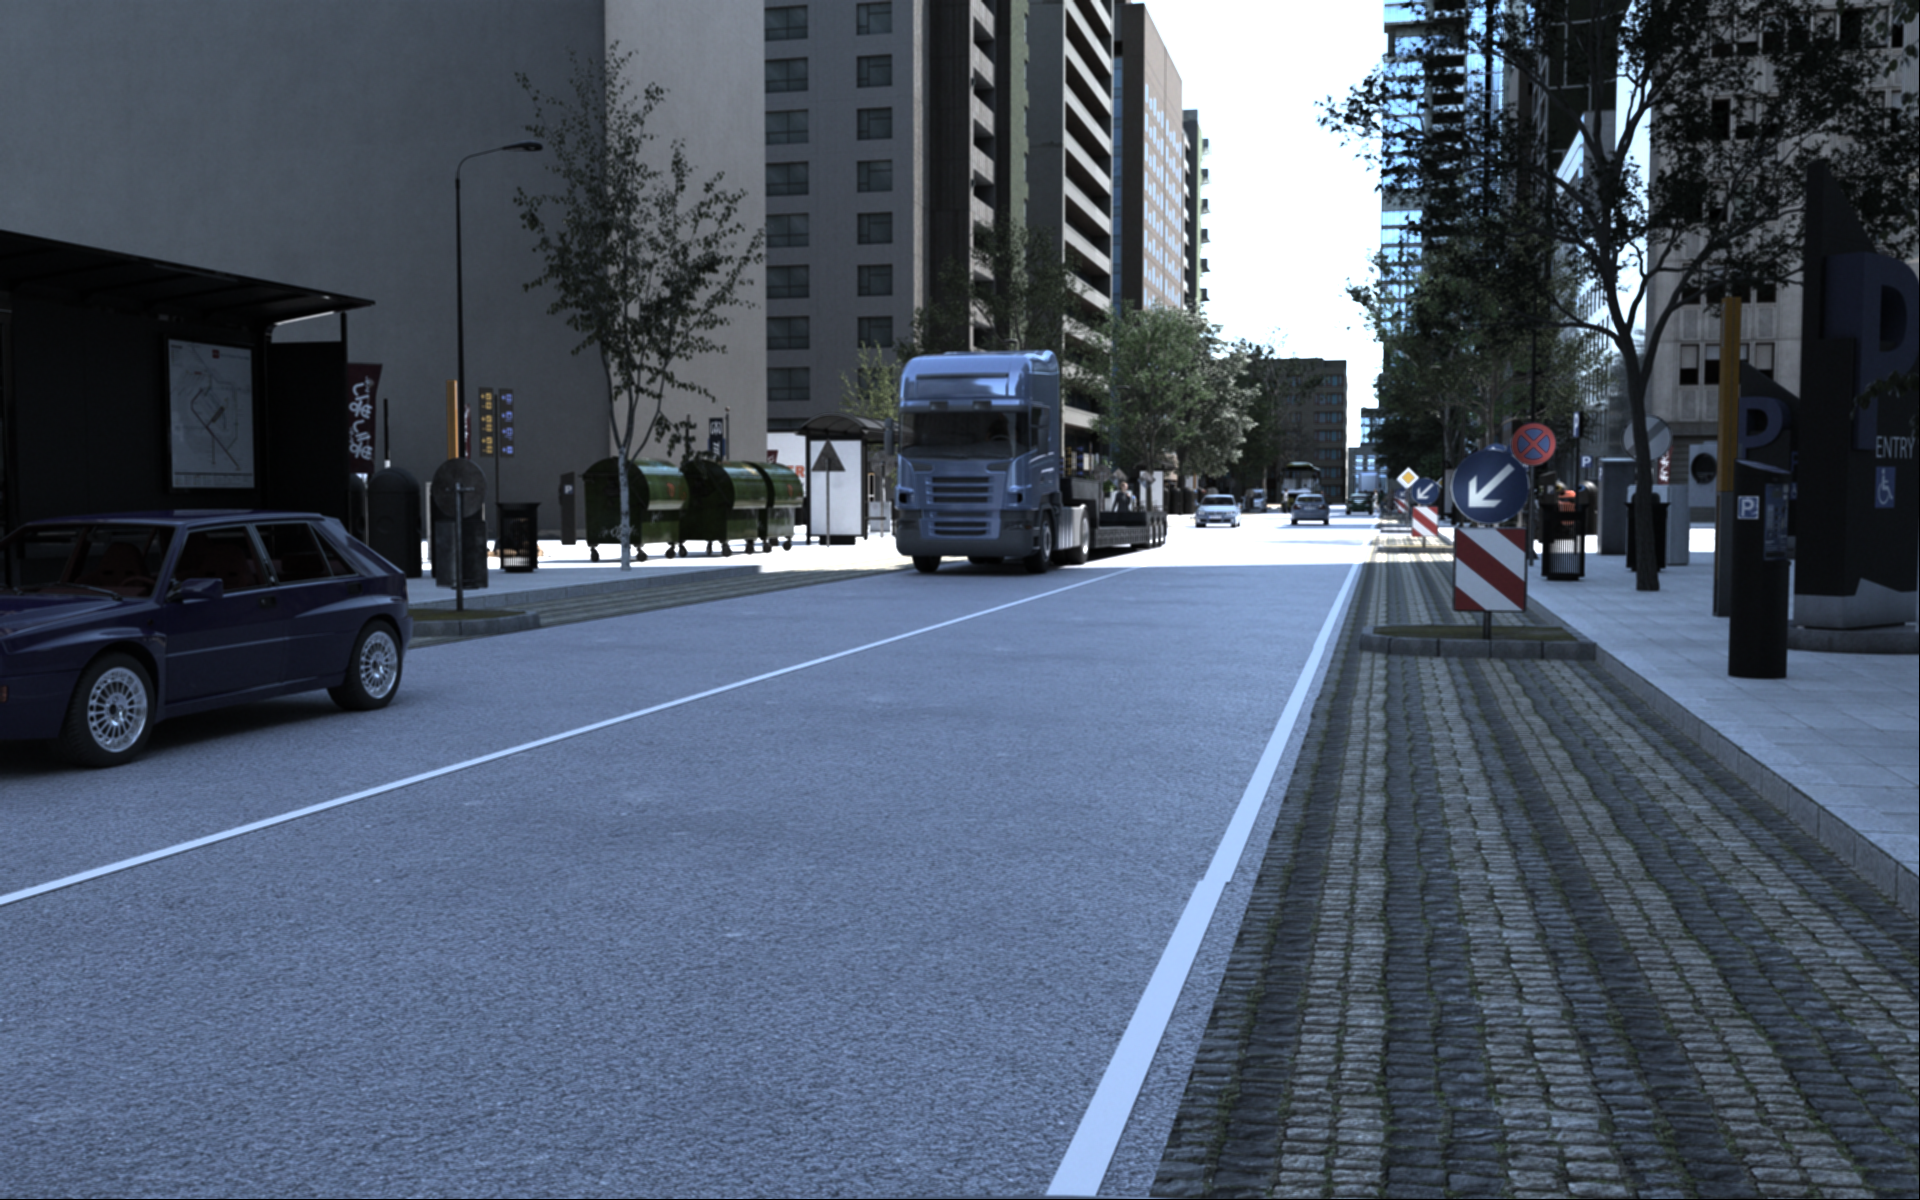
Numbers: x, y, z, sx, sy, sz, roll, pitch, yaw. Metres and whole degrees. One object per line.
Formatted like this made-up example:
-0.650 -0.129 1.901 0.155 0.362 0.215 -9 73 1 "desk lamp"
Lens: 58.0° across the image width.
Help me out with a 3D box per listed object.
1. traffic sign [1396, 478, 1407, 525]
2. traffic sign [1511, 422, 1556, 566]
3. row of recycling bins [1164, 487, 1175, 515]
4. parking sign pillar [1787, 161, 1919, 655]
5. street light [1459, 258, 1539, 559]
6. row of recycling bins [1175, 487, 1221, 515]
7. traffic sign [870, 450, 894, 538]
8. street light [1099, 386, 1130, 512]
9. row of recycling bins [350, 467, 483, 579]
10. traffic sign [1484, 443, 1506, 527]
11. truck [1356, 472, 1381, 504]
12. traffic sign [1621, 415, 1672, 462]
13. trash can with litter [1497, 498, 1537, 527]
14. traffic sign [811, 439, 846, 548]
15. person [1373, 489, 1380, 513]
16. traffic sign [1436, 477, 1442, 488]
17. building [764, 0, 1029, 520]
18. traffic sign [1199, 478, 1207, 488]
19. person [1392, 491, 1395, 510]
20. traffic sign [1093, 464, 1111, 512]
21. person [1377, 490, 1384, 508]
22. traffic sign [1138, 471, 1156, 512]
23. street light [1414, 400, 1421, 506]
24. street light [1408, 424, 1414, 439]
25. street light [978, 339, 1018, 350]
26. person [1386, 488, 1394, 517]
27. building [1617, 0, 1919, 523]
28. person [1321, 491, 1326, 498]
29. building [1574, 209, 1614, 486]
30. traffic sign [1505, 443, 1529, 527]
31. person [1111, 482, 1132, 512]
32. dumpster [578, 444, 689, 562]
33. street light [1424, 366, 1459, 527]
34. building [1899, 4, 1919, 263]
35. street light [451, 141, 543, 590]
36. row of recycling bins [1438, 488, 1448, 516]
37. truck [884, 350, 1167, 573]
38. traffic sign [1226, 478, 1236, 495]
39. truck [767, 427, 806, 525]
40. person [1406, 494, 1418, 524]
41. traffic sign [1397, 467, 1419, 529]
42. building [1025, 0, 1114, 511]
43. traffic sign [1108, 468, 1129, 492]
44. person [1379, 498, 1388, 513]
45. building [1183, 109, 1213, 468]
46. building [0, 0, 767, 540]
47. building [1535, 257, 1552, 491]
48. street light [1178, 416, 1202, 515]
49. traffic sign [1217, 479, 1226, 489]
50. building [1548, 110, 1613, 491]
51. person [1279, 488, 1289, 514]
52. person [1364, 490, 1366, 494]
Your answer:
18.483 -4.169 71.810 0.795 2.450 0.064 1 4 14 "traffic sign"
10.192 -1.879 30.829 0.768 2.556 0.104 1 4 18 "traffic sign"
12.584 -6.434 112.311 1.069 1.692 3.534 2 4 29 "row of recycling bins"
7.523 -1.588 14.438 1.447 3.967 1.447 -3 4 -37 "parking sign pillar"
10.714 -3.766 34.113 1.470 5.913 1.316 1 4 14 "street light"
16.132 -6.808 118.416 3.534 1.692 1.069 -3 5 -43 "row of recycling bins"
-2.264 -3.060 50.139 0.768 2.556 0.104 1 4 23 "traffic sign"
6.610 -6.253 74.774 1.470 5.913 1.316 1 4 14 "street light"
-9.081 -1.194 26.633 3.534 1.692 1.069 0 4 1 "row of recycling bins"
13.463 -2.659 43.587 0.768 2.556 0.104 1 4 19 "traffic sign"
48.482 -13.204 205.636 2.967 4.110 18.799 1 4 13 "truck"
11.019 -1.697 27.857 0.768 2.556 0.104 1 4 16 "traffic sign"
13.315 -1.861 41.820 1.055 1.170 0.624 -3 5 -43 "trash can with litter"
-3.108 -2.493 40.761 0.884 2.594 0.081 1 4 21 "traffic sign"
30.376 -7.204 126.632 0.624 1.780 0.694 3 5 41 "person"
31.974 -6.957 114.937 0.795 2.450 0.064 1 4 18 "traffic sign"
-4.641 -19.578 91.807 14.160 30.474 14.107 1 4 14 "building"
18.972 -8.286 135.577 0.768 2.556 0.104 1 4 14 "traffic sign"
38.112 -8.741 152.349 0.436 1.711 0.756 1 4 19 "person"
6.072 -4.532 74.207 0.768 2.556 0.104 1 4 19 "traffic sign"
33.981 -8.003 139.603 0.600 1.795 0.529 -1 4 -18 "person"
8.007 -4.328 74.407 0.795 2.450 0.064 1 4 14 "traffic sign"
23.181 -6.884 85.086 1.470 5.913 1.316 1 4 14 "street light"
30.554 -8.682 114.487 1.470 5.913 1.316 1 4 14 "street light"
1.054 -4.874 52.234 1.470 5.913 1.316 1 4 14 "street light"
26.739 -6.037 107.553 0.599 1.781 0.374 -1 4 -18 "person"
41.421 -16.017 79.897 19.932 24.808 12.078 1 4 14 "building"
37.314 -10.343 178.061 0.683 1.767 0.568 1 4 10 "person"
41.080 -14.845 97.468 10.420 20.320 16.860 1 4 14 "building"
13.066 -2.463 40.381 0.768 2.556 0.104 2 4 23 "traffic sign"
4.605 -2.478 49.441 0.534 1.772 0.576 3 5 40 "person"
-6.271 -1.884 33.291 1.502 2.255 1.985 1 4 14 "dumpster"
17.738 -5.533 63.012 1.470 5.913 1.316 1 4 14 "street light"
31.931 -26.580 23.819 28.713 52.752 27.495 1 4 14 "building"
-6.159 -3.090 23.058 1.470 5.913 1.316 1 4 14 "street light"
30.649 -6.133 107.379 1.069 1.692 3.534 0 4 -7 "row of recycling bins"
2.148 -2.969 38.310 2.967 4.110 18.799 1 4 14 "truck"
21.625 -8.450 138.267 0.768 2.556 0.104 1 4 15 "traffic sign"
-9.937 -5.264 74.972 11.283 4.237 2.839 1 4 16 "truck"
21.447 -4.467 81.886 0.721 1.781 0.623 -2 4 -30 "person"
16.570 -3.695 64.057 0.795 2.450 0.064 1 4 14 "traffic sign"
-1.140 -30.673 125.212 21.300 48.544 21.600 1 4 14 "building"
6.093 -3.854 66.653 0.795 2.450 0.064 1 4 14 "traffic sign"
31.223 -6.965 127.884 0.738 1.151 1.012 -3 5 -43 "person"
14.431 -35.983 207.935 30.456 49.044 23.786 1 4 14 "building"
-19.518 -16.102 56.768 24.014 27.812 14.314 1 4 14 "building"
51.100 -18.548 132.940 12.332 23.373 15.834 1 4 14 "building"
13.798 -8.029 103.820 1.470 5.913 1.316 1 4 14 "street light"
22.412 -9.067 148.352 0.768 2.556 0.104 1 4 22 "traffic sign"
46.578 -18.192 115.467 12.078 24.808 19.932 1 4 14 "building"
23.034 -7.014 123.032 0.795 1.843 0.661 1 4 16 "person"
40.056 -9.943 171.054 0.705 1.826 1.348 -1 4 -18 "person"
